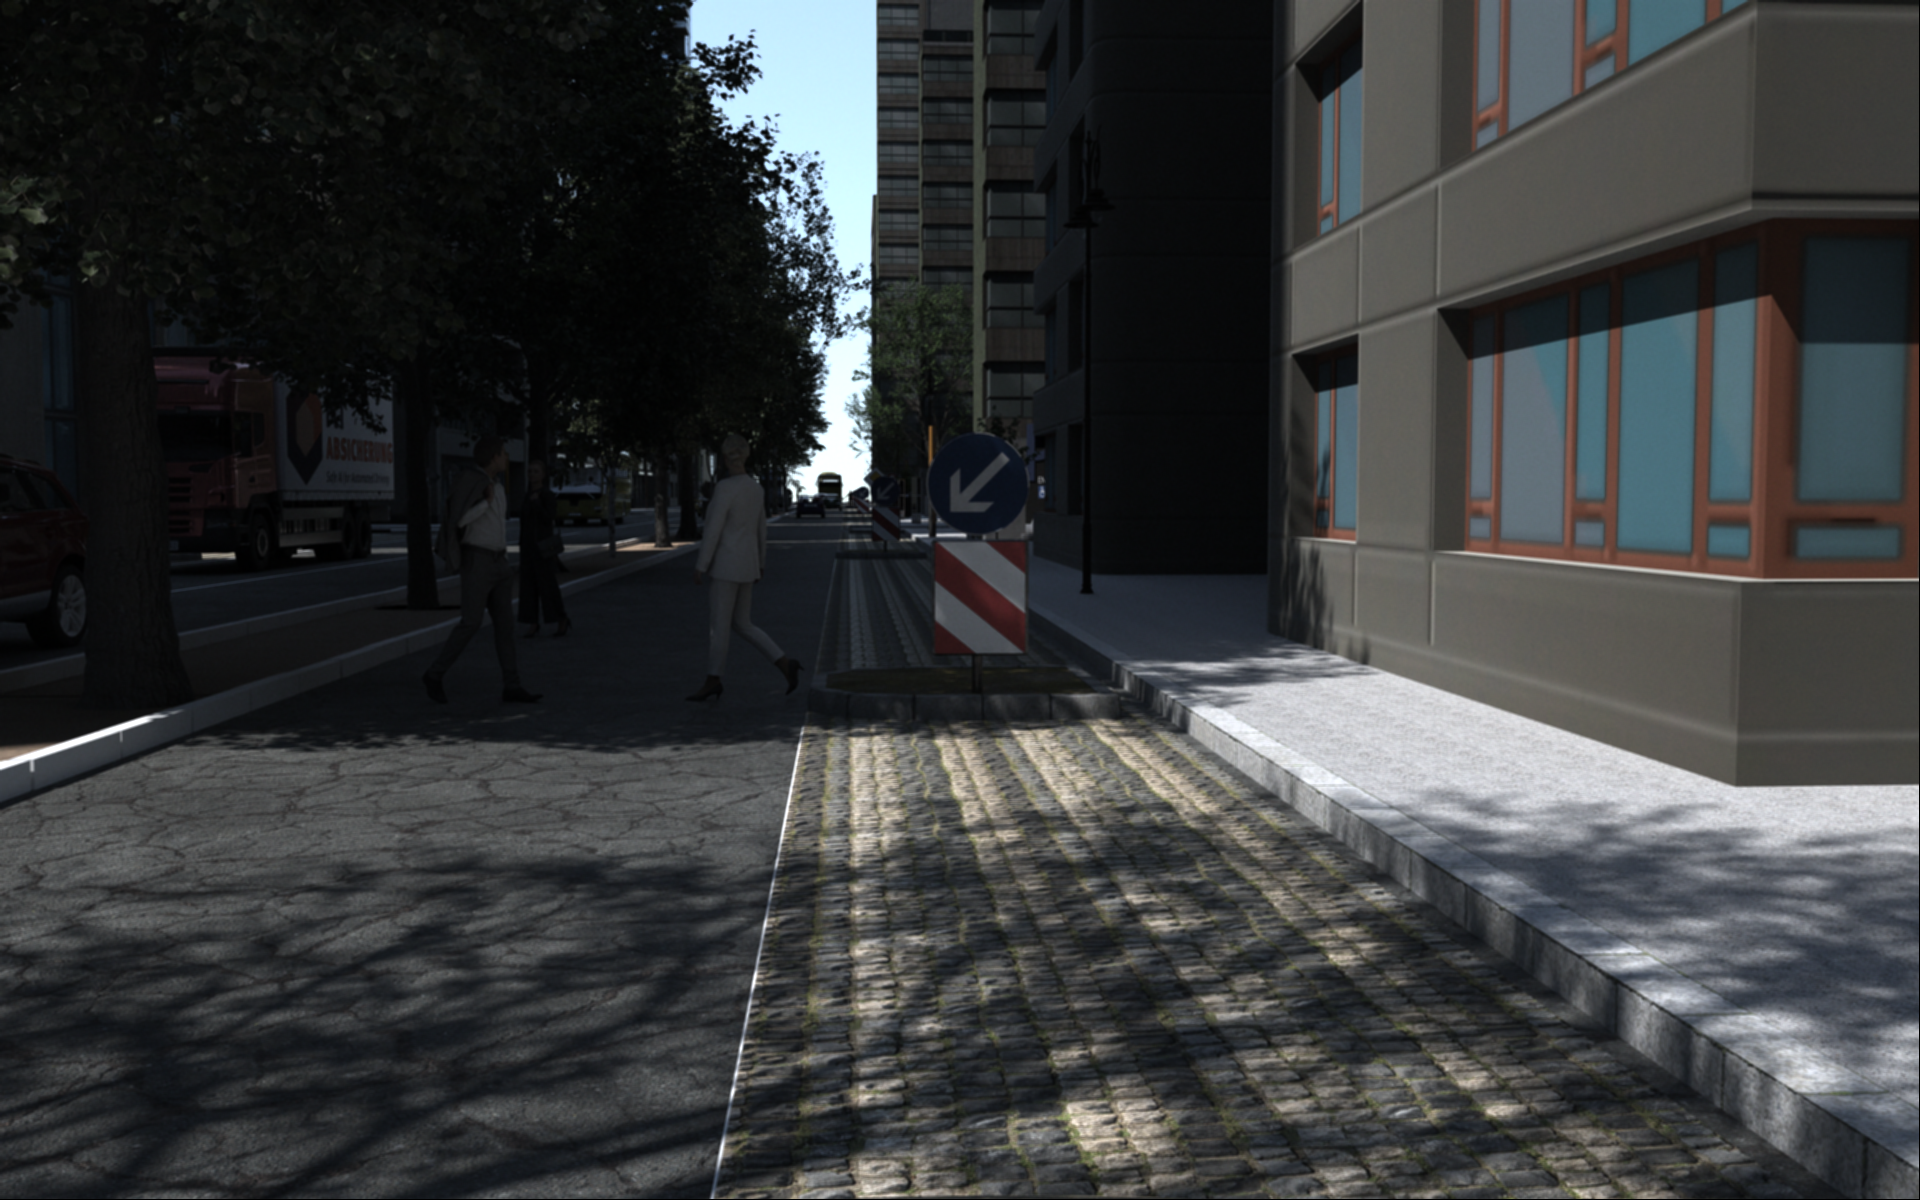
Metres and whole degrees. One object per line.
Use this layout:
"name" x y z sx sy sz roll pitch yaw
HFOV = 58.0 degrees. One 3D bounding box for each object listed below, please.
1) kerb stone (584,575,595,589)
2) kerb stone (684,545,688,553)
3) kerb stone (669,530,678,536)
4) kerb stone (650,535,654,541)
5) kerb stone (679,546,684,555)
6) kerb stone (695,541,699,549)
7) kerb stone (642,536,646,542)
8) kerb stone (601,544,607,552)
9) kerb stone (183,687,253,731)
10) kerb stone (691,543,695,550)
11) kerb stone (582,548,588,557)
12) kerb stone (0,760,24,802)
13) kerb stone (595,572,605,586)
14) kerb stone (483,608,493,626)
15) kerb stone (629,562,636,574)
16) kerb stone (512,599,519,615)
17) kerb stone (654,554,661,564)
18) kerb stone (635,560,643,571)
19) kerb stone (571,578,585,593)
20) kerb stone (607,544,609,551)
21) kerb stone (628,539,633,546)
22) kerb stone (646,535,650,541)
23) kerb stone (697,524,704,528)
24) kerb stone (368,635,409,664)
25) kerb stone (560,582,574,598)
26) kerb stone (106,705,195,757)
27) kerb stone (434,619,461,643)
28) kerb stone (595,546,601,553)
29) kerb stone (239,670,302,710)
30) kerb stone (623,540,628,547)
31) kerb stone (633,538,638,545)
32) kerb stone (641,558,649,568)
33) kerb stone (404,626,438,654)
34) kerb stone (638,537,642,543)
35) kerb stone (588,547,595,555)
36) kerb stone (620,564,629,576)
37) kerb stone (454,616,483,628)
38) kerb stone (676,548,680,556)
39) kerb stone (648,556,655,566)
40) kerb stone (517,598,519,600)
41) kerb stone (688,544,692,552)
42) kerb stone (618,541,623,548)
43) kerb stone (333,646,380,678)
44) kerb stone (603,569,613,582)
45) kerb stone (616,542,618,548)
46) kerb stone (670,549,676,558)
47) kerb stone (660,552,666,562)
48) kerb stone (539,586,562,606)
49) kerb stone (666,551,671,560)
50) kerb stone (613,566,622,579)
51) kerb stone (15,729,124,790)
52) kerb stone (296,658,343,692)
"kerb stone" -5.699 -0.247 26.240 0.120 0.150 1.000 0 4 -4
"kerb stone" -6.696 -1.180 41.590 0.120 0.150 1.000 0 4 -4
"kerb stone" -10.052 -2.367 60.888 0.120 0.150 1.000 0 4 -4
"kerb stone" -9.517 -1.867 52.715 0.120 0.150 1.000 0 4 -4
"kerb stone" -6.623 -1.118 40.566 0.120 0.150 1.000 0 4 -4
"kerb stone" -6.892 -1.374 44.652 0.120 0.150 1.000 0 4 -4
"kerb stone" -9.384 -1.741 50.661 0.120 0.150 1.000 0 4 -4
"kerb stone" -8.859 -1.239 42.494 0.120 0.150 1.000 0 4 -4
"kerb stone" -4.705 0.693 10.914 0.120 0.150 1.000 0 4 -4
"kerb stone" -6.834 -1.311 43.632 0.120 0.150 1.000 0 4 -4
"kerb stone" -8.659 -1.052 39.429 0.120 0.150 1.000 0 4 -4
"kerb stone" -4.508 0.878 7.847 0.120 0.150 1.000 0 4 -4
"kerb stone" -5.760 -0.305 27.268 0.120 0.150 1.000 0 4 -4
"kerb stone" -5.238 0.192 19.076 0.120 0.150 1.000 0 4 -4
"kerb stone" -6.028 -0.561 31.365 0.120 0.150 1.000 0 4 -4
"kerb stone" -5.299 0.128 20.098 0.120 0.150 1.000 0 4 -4
"kerb stone" -6.296 -0.805 35.455 0.120 0.150 1.000 0 4 -4
"kerb stone" -6.098 -0.620 32.391 0.120 0.150 1.000 0 4 -4
"kerb stone" -5.636 -0.185 25.218 0.120 0.150 1.000 0 4 -4
"kerb stone" -8.925 -1.298 43.518 0.120 0.150 1.000 0 4 -4
"kerb stone" -9.180 -1.551 47.600 0.120 0.150 1.000 0 4 -4
"kerb stone" -9.452 -1.804 51.690 0.120 0.150 1.000 0 4 -4
"kerb stone" -10.817 -3.089 72.737 0.120 0.150 1.000 0 4 -4
"kerb stone" -4.981 0.442 14.995 0.120 0.150 1.000 0 4 -4
"kerb stone" -5.562 -0.116 24.191 0.120 0.150 1.000 0 4 -4
"kerb stone" -4.636 0.753 9.887 0.120 0.150 1.000 0 4 -4
"kerb stone" -5.099 0.321 17.036 0.120 0.150 1.000 0 4 -4
"kerb stone" -8.795 -1.179 41.473 0.120 0.150 1.000 0 4 -4
"kerb stone" -4.773 0.628 11.935 0.120 0.150 1.000 0 4 -4
"kerb stone" -9.126 -1.491 46.579 0.120 0.150 1.000 0 4 -4
"kerb stone" -9.246 -1.614 48.621 0.120 0.150 1.000 0 4 -4
"kerb stone" -6.165 -0.681 33.411 0.120 0.150 1.000 0 4 -4
"kerb stone" -5.034 0.378 16.016 0.120 0.150 1.000 0 4 -4
"kerb stone" -9.315 -1.679 49.641 0.120 0.150 1.000 0 4 -4
"kerb stone" -8.728 -1.111 40.454 0.120 0.150 1.000 0 4 -4
"kerb stone" -5.961 -0.497 30.338 0.120 0.150 1.000 0 4 -4
"kerb stone" -5.167 0.253 18.056 0.120 0.150 1.000 0 4 -4
"kerb stone" -6.556 -1.058 39.545 0.120 0.150 1.000 0 4 -4
"kerb stone" -6.231 -0.744 34.431 0.120 0.150 1.000 0 4 -4
"kerb stone" -5.369 0.066 21.118 0.120 0.150 1.000 0 4 -4
"kerb stone" -6.755 -1.249 42.612 0.120 0.150 1.000 0 4 -4
"kerb stone" -9.059 -1.426 45.557 0.120 0.150 1.000 0 4 -4
"kerb stone" -4.900 0.507 13.976 0.120 0.150 1.000 0 4 -4
"kerb stone" -5.832 -0.373 28.288 0.120 0.150 1.000 0 4 -4
"kerb stone" -8.987 -1.366 44.538 0.120 0.150 1.000 0 4 -4
"kerb stone" -6.493 -0.999 38.523 0.120 0.150 1.000 0 4 -4
"kerb stone" -6.354 -0.873 36.476 0.120 0.150 1.000 0 4 -4
"kerb stone" -5.507 -0.059 23.166 0.120 0.150 1.000 0 4 -4
"kerb stone" -6.429 -0.932 37.502 0.120 0.150 1.000 0 4 -4
"kerb stone" -5.898 -0.436 29.318 0.120 0.150 1.000 0 4 -4
"kerb stone" -4.567 0.815 8.867 0.120 0.150 1.000 0 4 -4
"kerb stone" -4.842 0.575 12.956 0.120 0.150 1.000 0 4 -4
